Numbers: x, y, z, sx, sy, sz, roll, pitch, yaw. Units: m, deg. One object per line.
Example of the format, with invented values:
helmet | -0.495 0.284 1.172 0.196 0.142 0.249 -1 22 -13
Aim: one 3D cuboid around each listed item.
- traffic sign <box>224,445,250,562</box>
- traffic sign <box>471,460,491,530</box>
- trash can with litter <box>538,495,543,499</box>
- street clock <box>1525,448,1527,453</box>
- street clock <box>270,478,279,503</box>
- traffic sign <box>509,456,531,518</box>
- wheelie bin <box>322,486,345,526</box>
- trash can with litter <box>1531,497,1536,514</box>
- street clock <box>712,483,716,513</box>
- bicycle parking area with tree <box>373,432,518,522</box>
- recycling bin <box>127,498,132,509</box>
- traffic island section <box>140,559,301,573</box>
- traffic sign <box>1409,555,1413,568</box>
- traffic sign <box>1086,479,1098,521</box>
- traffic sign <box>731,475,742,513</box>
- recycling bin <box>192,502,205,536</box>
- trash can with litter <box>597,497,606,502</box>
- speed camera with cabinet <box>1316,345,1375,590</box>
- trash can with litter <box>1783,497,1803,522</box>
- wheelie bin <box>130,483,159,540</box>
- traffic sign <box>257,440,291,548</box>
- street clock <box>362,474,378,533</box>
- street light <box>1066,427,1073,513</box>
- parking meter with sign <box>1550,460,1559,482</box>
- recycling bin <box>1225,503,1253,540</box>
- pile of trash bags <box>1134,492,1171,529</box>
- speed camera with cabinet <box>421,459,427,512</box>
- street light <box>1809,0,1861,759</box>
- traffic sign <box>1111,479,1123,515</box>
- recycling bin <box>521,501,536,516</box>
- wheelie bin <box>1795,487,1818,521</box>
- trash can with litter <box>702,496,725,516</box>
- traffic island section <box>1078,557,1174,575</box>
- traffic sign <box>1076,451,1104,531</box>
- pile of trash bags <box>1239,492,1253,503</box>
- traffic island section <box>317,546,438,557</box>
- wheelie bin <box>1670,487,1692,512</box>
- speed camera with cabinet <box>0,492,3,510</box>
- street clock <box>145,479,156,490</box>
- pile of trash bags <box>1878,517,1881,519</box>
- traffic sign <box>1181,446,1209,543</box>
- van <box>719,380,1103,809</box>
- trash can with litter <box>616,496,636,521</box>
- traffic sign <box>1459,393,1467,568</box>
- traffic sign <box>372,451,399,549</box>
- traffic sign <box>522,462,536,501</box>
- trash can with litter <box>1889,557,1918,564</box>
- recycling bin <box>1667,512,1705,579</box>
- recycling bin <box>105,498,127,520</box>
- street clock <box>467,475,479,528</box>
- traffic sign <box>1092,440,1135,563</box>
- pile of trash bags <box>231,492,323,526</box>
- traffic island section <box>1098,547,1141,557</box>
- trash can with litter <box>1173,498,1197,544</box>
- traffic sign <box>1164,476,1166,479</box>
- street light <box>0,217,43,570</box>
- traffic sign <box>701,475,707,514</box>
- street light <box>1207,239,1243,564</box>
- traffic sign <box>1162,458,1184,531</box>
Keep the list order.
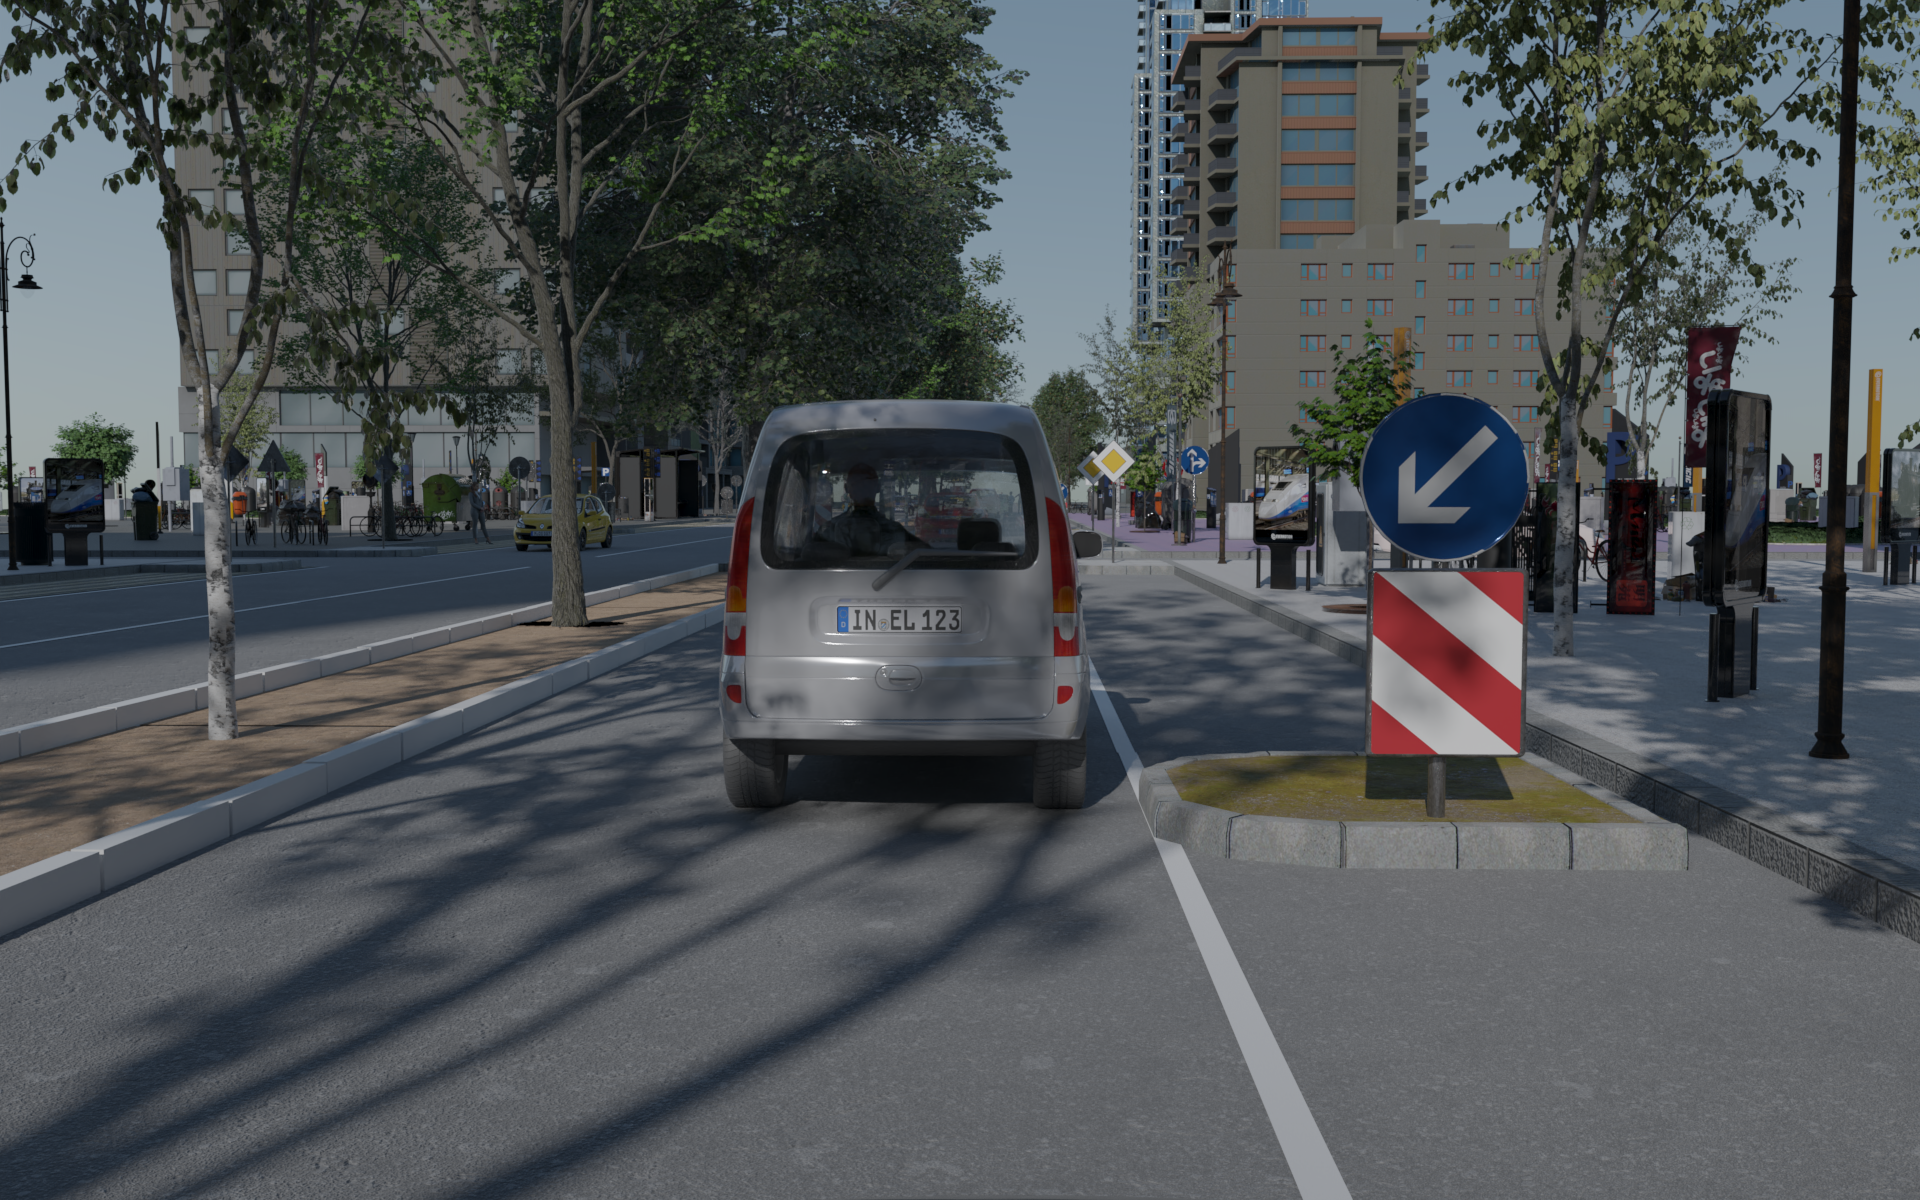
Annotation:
traffic sign | -13.789 -1.776 32.685 0.795 2.450 0.064 0 4 2
traffic sign | -17.135 -3.783 61.952 0.768 2.556 0.104 0 4 8
trash can with litter | -24.917 -5.533 101.517 2.233 1.210 1.678 0 4 -2
street clock | 6.836 -1.052 21.767 0.471 2.002 0.358 0 4 -3
street clock | -31.656 -4.604 79.849 0.471 2.002 0.358 0 4 -6
traffic sign | -14.895 -3.576 58.572 0.768 2.556 0.104 0 4 8
wheelie bin | -25.532 -3.842 70.729 0.693 1.594 0.980 1 4 13
trash can with litter | 32.026 -5.110 94.604 1.678 1.210 2.233 -3 5 -42
street clock | -16.426 -6.823 116.123 0.358 2.002 0.471 -3 5 -43
bicycle parking area with tree | -25.020 -5.876 83.070 9.016 4.147 8.231 1 4 20
recycling bin | -47.994 -5.327 99.658 0.722 1.027 0.722 2 4 30
traffic island section | -13.813 -0.640 32.747 2.009 0.180 2.903 0 4 2
traffic sign | 6.638 -1.426 25.440 0.606 2.300 0.079 0 4 8
traffic sign | 6.320 -4.951 83.085 0.606 2.300 0.079 1 4 9
traffic sign | -14.954 -7.080 115.860 0.768 2.556 0.104 0 4 4
recycling bin | -23.301 -2.521 53.781 0.722 1.027 0.722 2 4 27
trash can with litter | -18.981 -4.971 92.670 0.624 1.170 1.055 -3 4 -36
speed camera with cabinet | 5.329 -1.803 23.820 0.660 3.252 2.038 0 4 4
trash can with litter | 33.088 -3.513 68.823 0.624 1.170 1.055 2 4 32
wheelie bin | -22.662 -2.460 48.129 0.693 1.594 0.980 -3 4 -36
traffic sign | -16.429 -2.536 41.466 0.884 2.594 0.081 1 4 11
street clock | -19.627 -3.250 57.700 0.471 2.002 0.358 1 4 12
street light | 7.551 -8.978 119.584 0.468 5.910 1.993 0 4 2
parking meter with sign | 30.480 -5.654 88.701 0.543 3.016 1.738 1 4 13
recycling bin | 7.875 -2.214 48.753 0.722 1.027 0.722 0 4 1
pile of trash bags | 7.559 -3.414 65.574 1.912 1.369 3.447 0 4 5
speed camera with cabinet | -29.984 -6.323 97.721 0.660 3.252 2.038 -1 4 -22
street light | 4.244 -2.171 8.280 0.468 5.910 1.993 0 4 2
traffic sign | 8.079 -5.359 87.624 0.884 2.594 0.081 1 4 10
recycling bin | -15.892 -3.159 64.199 0.722 1.027 0.722 -2 4 -32
wheelie bin | 42.997 -4.905 88.102 0.693 1.594 0.980 -3 5 -43
trash can with litter | -14.919 -5.534 101.541 2.233 1.210 1.678 0 3 0
traffic island section | 2.871 -0.610 32.248 2.009 0.180 2.903 0 4 2
traffic sign | 3.085 -2.233 40.153 0.795 2.450 0.064 0 4 2
pile of trash bags | 10.734 -3.149 61.243 1.912 1.369 3.447 0 4 -4
traffic island section | -13.575 -1.128 40.728 2.009 0.180 2.903 0 4 2
wheelie bin | 31.739 -4.168 76.051 0.980 1.594 0.693 0 4 -4
speed camera with cabinet | -64.702 -7.368 114.799 0.660 3.252 2.038 3 5 40
street clock | -39.858 -4.936 85.278 0.471 2.002 0.358 -3 5 -42
pile of trash bags | 54.844 -5.527 100.125 3.447 1.369 1.912 -1 4 -9
traffic sign | 6.178 -2.789 45.709 0.768 2.556 0.104 0 4 2
van | -0.209 -0.138 9.269 2.013 2.044 4.112 0 4 1
trash can with litter | -16.822 -4.491 84.482 2.233 1.210 1.678 -1 4 -15
traffic sign | 6.470 -1.364 22.306 0.884 2.594 0.081 0 4 6
traffic sign | -13.552 -2.264 40.666 0.795 2.450 0.064 0 4 2
traffic sign | -16.967 -4.142 67.828 0.768 2.556 0.104 1 4 10
trash can with litter | 17.991 -1.270 31.824 2.233 1.210 1.678 0 4 -7
recycling bin | 10.394 -0.725 24.409 0.722 1.027 0.722 1 4 17
recycling bin | -41.231 -4.396 84.430 0.722 1.027 0.722 -1 4 -9
street clock | -18.503 -3.742 65.748 0.471 2.002 0.358 -2 4 -28
traffic sign | 2.848 -1.745 32.171 0.795 2.450 0.064 0 4 2
pile of trash bags | -27.896 -3.718 70.536 3.447 1.369 1.912 -3 5 -45
traffic island section | 3.109 -1.098 40.230 2.009 0.180 2.903 0 4 2
trash can with litter | 5.830 -2.057 45.017 0.624 1.170 1.055 1 4 8
traffic sign | 9.061 -4.520 74.012 0.768 2.556 0.104 0 4 3
street light | -15.982 -3.441 29.052 0.468 5.910 1.993 0 4 2
traffic sign | -17.050 -6.966 114.006 0.768 2.556 0.104 0 4 6
street light | 4.826 -3.604 31.712 0.468 5.910 1.993 0 4 2
traffic sign | 7.348 -3.651 59.799 0.768 2.556 0.104 1 4 9
